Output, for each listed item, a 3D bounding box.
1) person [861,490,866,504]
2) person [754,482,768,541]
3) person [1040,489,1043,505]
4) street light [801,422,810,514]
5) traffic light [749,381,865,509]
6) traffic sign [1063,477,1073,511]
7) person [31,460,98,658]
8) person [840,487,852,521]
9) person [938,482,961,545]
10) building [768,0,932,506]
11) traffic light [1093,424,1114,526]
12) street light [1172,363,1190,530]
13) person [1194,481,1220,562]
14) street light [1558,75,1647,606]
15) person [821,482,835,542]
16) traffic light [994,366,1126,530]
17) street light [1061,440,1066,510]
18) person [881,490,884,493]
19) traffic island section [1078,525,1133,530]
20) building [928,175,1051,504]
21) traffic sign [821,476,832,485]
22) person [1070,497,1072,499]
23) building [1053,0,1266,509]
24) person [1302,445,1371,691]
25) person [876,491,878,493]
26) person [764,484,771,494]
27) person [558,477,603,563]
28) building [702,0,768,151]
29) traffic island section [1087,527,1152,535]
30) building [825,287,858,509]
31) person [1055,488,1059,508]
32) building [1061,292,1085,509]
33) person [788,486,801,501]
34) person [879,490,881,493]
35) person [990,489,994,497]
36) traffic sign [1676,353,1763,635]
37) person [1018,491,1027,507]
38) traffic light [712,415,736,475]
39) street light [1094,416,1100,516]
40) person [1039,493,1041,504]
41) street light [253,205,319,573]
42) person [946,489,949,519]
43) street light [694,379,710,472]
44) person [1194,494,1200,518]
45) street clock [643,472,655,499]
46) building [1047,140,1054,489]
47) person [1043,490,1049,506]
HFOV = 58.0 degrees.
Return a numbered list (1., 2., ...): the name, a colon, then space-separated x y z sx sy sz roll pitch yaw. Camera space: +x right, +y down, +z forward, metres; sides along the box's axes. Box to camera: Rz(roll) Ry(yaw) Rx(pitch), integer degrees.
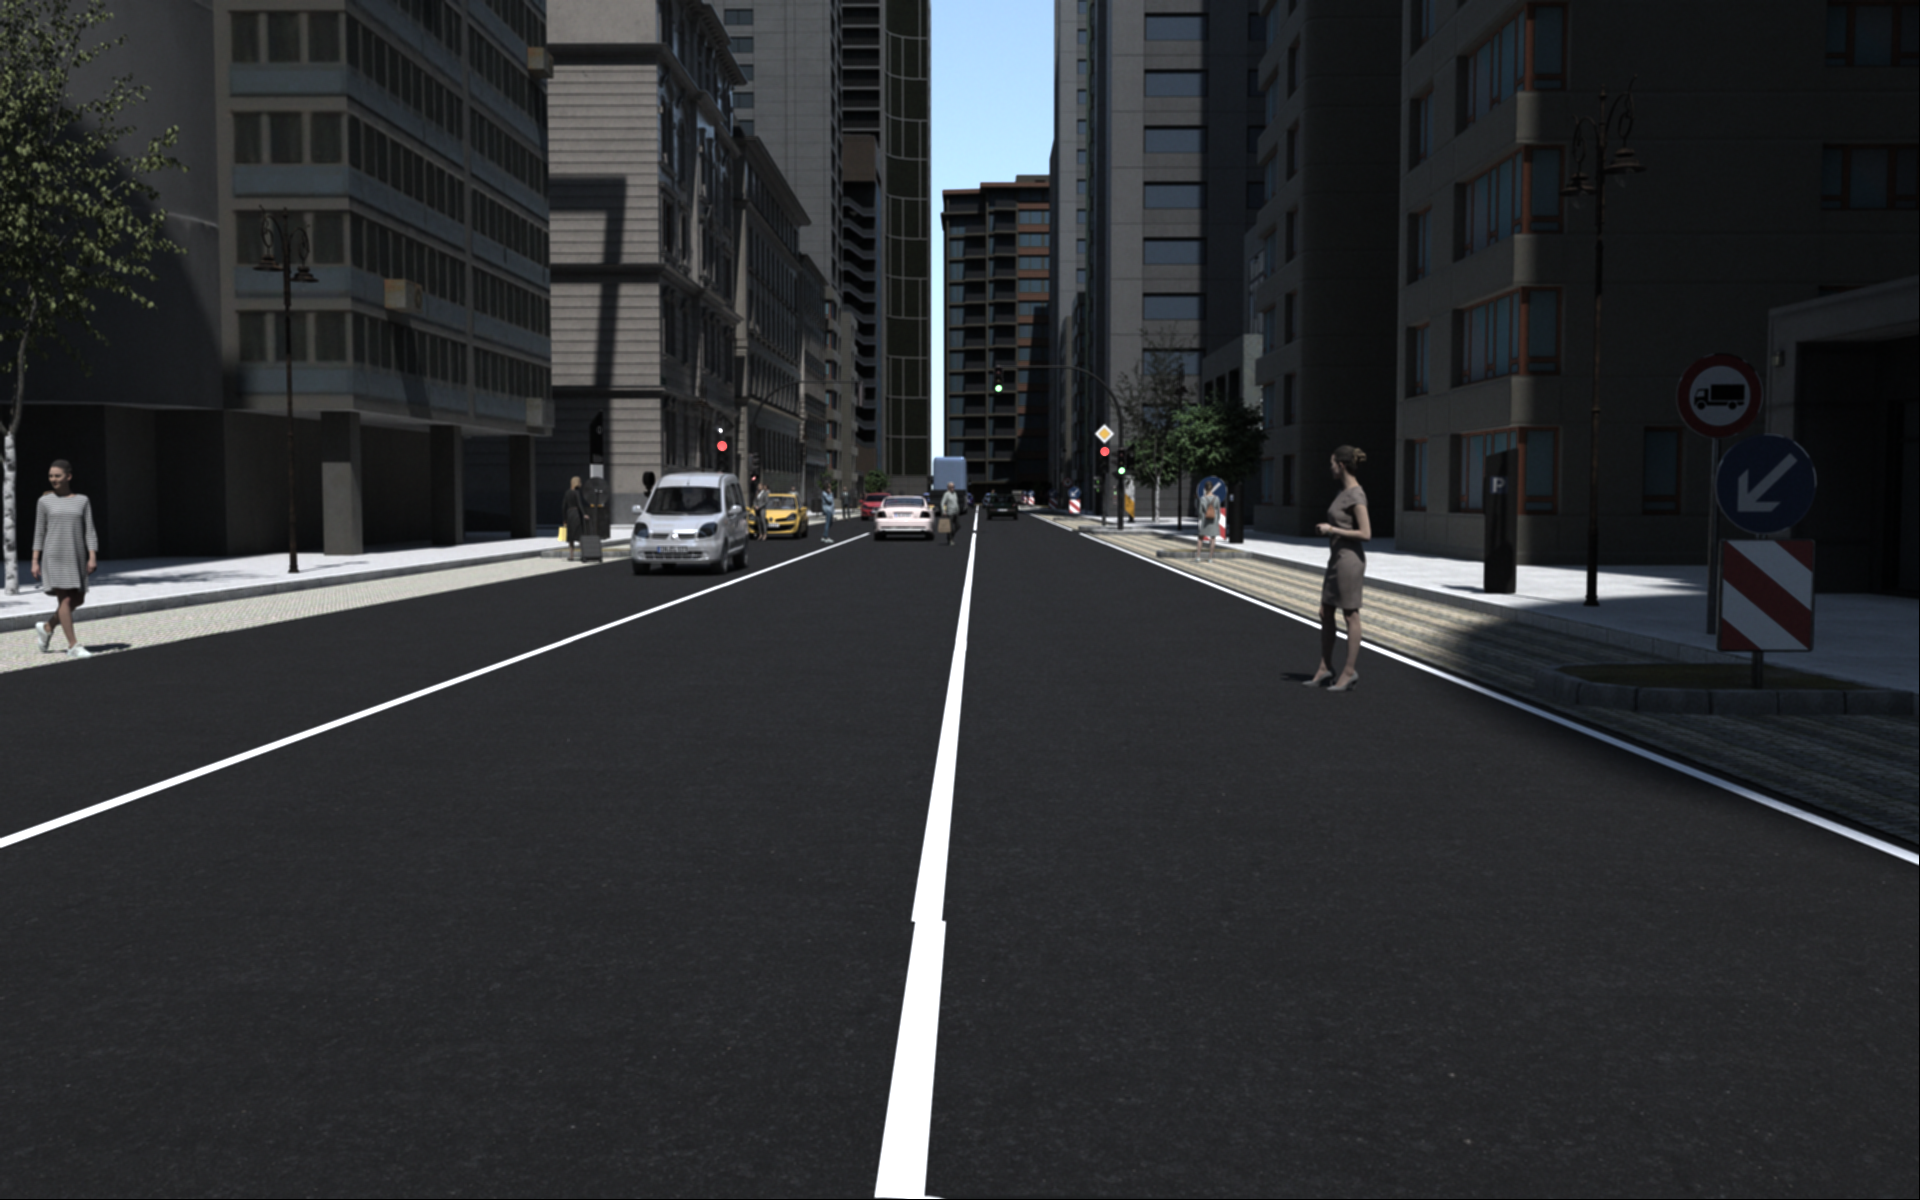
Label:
1. person: -9.118 -9.567 163.933 0.415 1.643 0.593 3 5 39
2. person: -6.180 -2.733 53.455 0.520 1.790 0.573 1 4 16
3. person: 9.379 -11.868 200.019 0.705 1.831 1.348 0 4 6
4. street light: -9.926 -8.471 111.294 0.468 5.910 1.993 0 4 1
5. traffic light: -6.206 -5.805 69.577 4.771 5.953 1.251 0 4 1
6. traffic sign: 8.180 -8.033 131.439 0.768 2.556 0.104 0 4 2
7. person: -7.924 -0.367 15.245 0.760 1.731 0.466 1 4 23
8. person: -6.105 -5.132 92.585 0.661 1.801 0.590 -1 4 -8
9. person: -0.329 -2.433 48.759 0.515 1.767 0.782 3 4 38
10. building: -14.481 -48.995 239.322 20.611 71.187 20.563 0 4 1
11. traffic light: 5.761 -4.924 69.426 0.839 4.253 0.868 0 4 1
12. street light: 7.762 -5.399 61.054 0.468 5.910 1.993 0 4 1
13. person: 5.184 -1.627 36.104 0.512 1.701 0.522 0 4 -6
14. street light: 7.248 -2.869 19.704 0.468 5.910 1.993 0 4 1
15. person: -3.945 -2.615 51.517 0.793 1.790 0.793 -2 4 -28
16. traffic light: 3.581 -5.300 61.323 4.771 5.953 1.251 0 4 1
17. street light: 8.629 -10.459 143.799 0.468 5.910 1.993 0 4 1
18. person: -9.148 -12.256 206.942 0.721 1.766 1.217 1 4 17
19. traffic island section: 5.801 -2.890 69.540 2.009 0.180 2.903 0 4 1
20. building: 10.261 -35.819 240.261 28.867 44.769 22.147 0 4 1
21. traffic sign: -9.431 -7.466 122.170 0.768 2.556 0.104 0 4 7
22. person: 8.560 -7.573 130.286 0.576 1.772 0.534 1 4 15
23. building: 20.784 -39.650 190.282 21.231 58.520 28.212 0 4 1
24. person: 2.748 -0.230 12.603 0.374 1.781 0.599 0 4 -6
25. person: -9.492 -11.580 196.192 1.217 1.723 0.721 3 4 38
26. person: -9.901 -4.949 87.311 0.716 1.782 0.532 3 4 37
27. person: -7.998 -1.691 36.362 0.699 1.804 1.509 -1 4 -23
28. building: -20.731 -45.529 182.653 20.563 71.187 20.611 0 4 1
29. traffic island section: 5.713 -2.402 61.555 2.009 0.180 2.903 0 4 1
30. building: -24.247 -19.233 159.498 27.650 21.520 28.899 0 4 1
31. person: 8.870 -9.460 160.848 0.705 1.807 1.348 3 4 38
32. building: 24.017 -19.424 162.620 27.650 21.520 28.899 0 4 1
33. person: -7.927 -4.538 82.809 0.709 1.813 0.853 -1 4 -11
34. person: -7.481 -9.406 162.243 1.348 1.831 0.705 -2 4 -28
35. person: 2.487 -7.500 131.370 0.529 1.795 0.600 2 4 35
36. traffic sign: 6.878 -0.958 15.777 0.768 2.556 0.104 0 4 3
37. person: 7.006 -11.180 191.977 1.217 1.739 0.721 1 4 16
38. traffic light: -8.387 -4.444 61.580 0.839 4.253 0.868 0 4 1
39. street light: 8.189 -7.944 102.673 0.468 5.910 1.993 0 4 1
40. person: 9.693 -12.452 211.098 0.415 1.643 0.593 -3 5 -44
41. street light: -10.858 -3.380 28.046 0.468 5.910 1.993 0 4 1
42. person: -0.443 -4.894 88.703 0.709 1.800 0.728 -3 5 -44
43. street light: -10.362 -5.935 69.831 0.468 5.910 1.993 0 4 1
44. person: 12.730 -5.048 92.854 0.394 1.301 0.425 -1 4 -15
45. street clock: -10.113 -3.167 56.344 0.358 2.002 0.471 1 4 15
46. building: 18.078 -34.364 211.960 14.600 45.320 14.200 0 4 1
47. person: 9.324 -11.034 187.134 0.721 1.739 1.217 2 4 35
